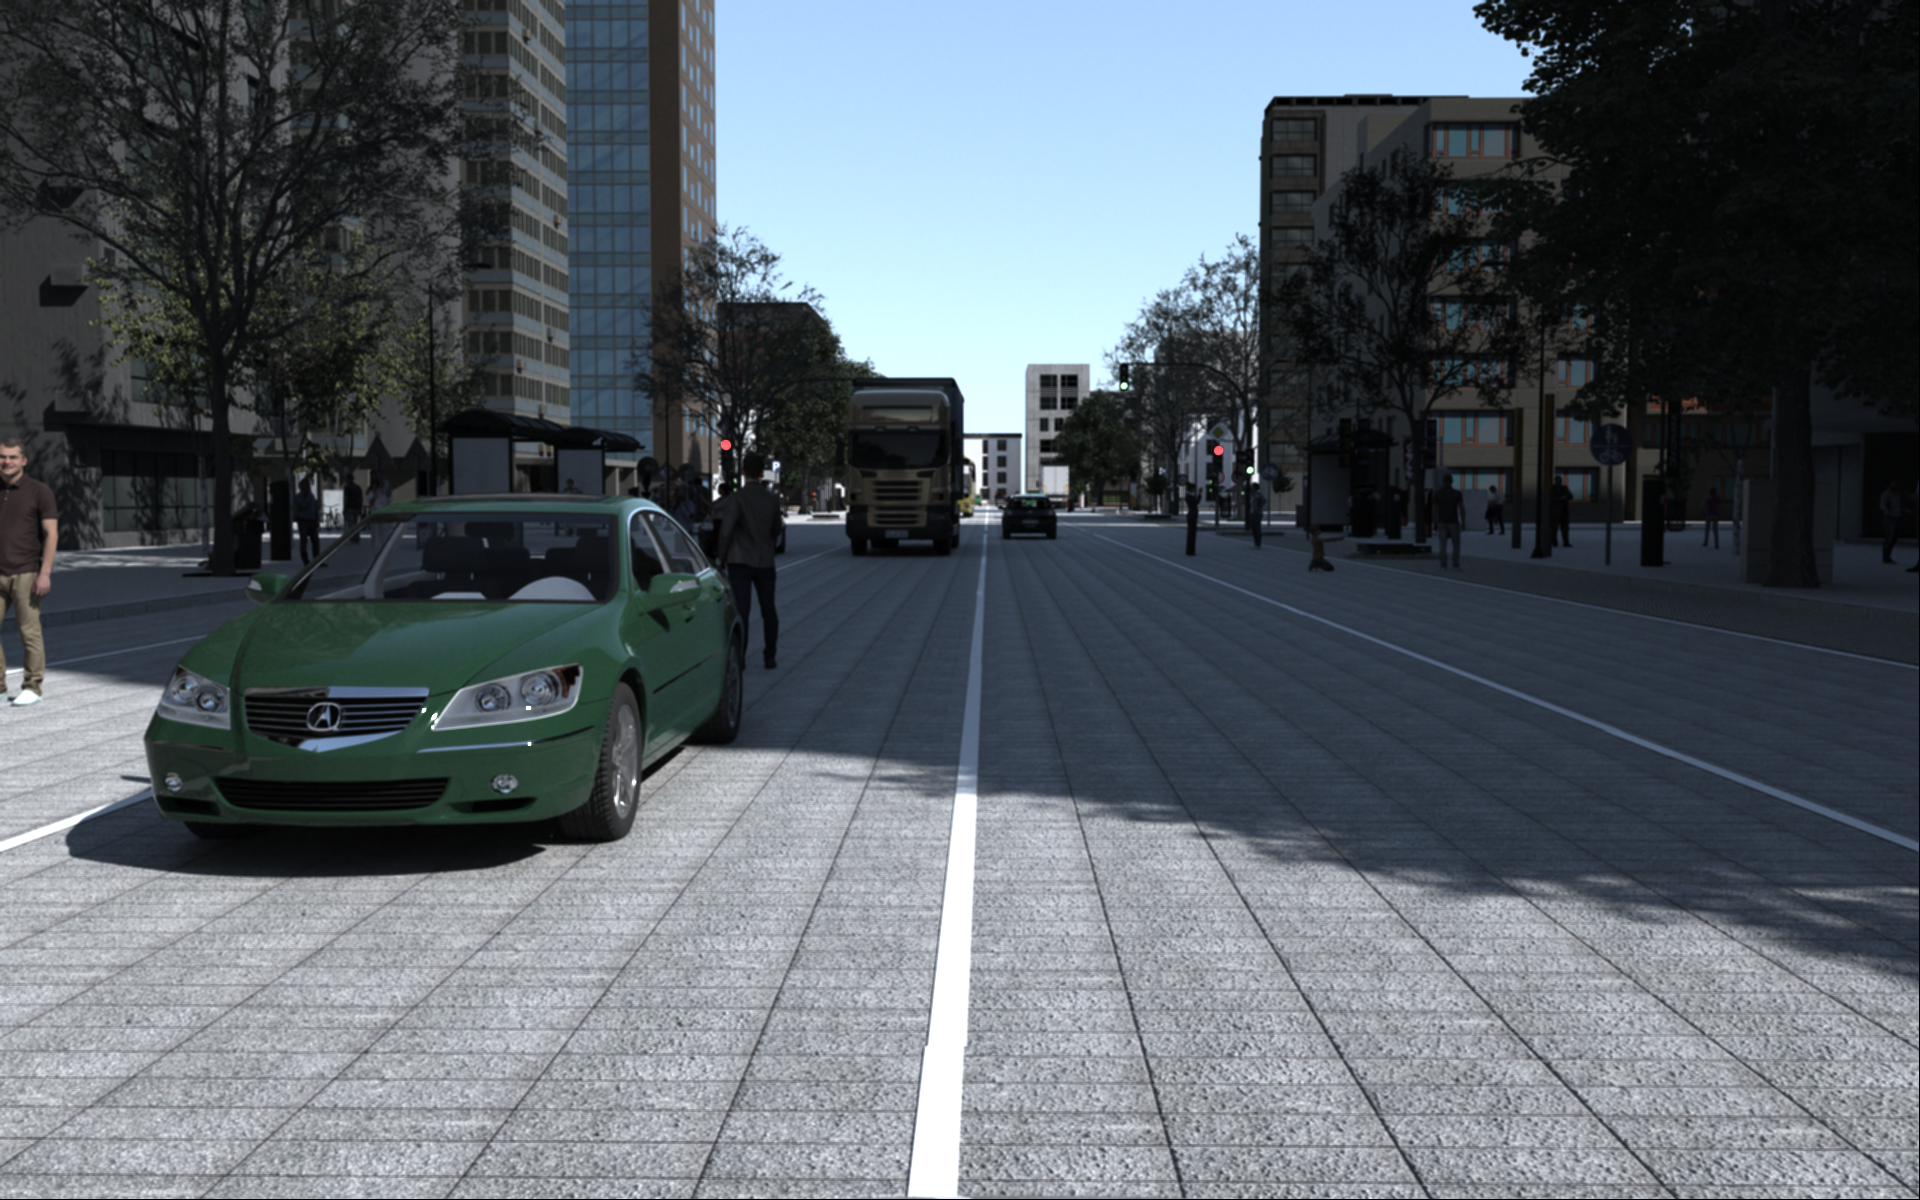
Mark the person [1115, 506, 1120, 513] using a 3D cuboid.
[{"bbox_3d":[11.477,-6.557,126.183,0.381,0.543,0.357,2,4,24],"label":"person"}]

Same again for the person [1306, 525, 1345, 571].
[{"bbox_3d":[6.798,-0.967,32.229,0.695,0.859,0.347,1,4,10],"label":"person"}]

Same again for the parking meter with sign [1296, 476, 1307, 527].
[{"bbox_3d":[13.683,-4.369,67.690,0.543,3.016,1.738,2,4,35],"label":"parking meter with sign"}]

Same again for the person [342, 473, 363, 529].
[{"bbox_3d":[-15.377,-2.301,43.786,0.434,1.807,0.598,3,4,36],"label":"person"}]

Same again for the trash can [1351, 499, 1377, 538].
[{"bbox_3d":[11.893,-2.408,51.020,0.748,1.137,0.748,0,3,0],"label":"trash can"}]

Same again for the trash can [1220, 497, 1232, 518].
[{"bbox_3d":[14.343,-5.006,93.498,0.748,1.137,0.748,0,3,0],"label":"trash can"}]

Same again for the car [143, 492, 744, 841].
[{"bbox_3d":[-2.244,0.190,8.688,2.131,1.459,4.920,0,4,2],"label":"car"}]

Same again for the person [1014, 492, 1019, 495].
[{"bbox_3d":[2.904,-4.911,91.013,0.590,1.554,0.614,1,4,20],"label":"person"}]

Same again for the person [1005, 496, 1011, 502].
[{"bbox_3d":[1.826,-3.281,66.055,0.340,1.345,0.435,1,4,10],"label":"person"}]

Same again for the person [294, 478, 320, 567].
[{"bbox_3d":[-11.339,-1.341,30.184,0.499,1.552,0.429,-3,4,-37],"label":"person"}]

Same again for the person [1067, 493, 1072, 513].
[{"bbox_3d":[8.438,-7.475,133.189,0.387,1.526,0.523,-1,4,-13],"label":"person"}]

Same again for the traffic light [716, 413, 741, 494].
[{"bbox_3d":[-8.079,-4.367,60.316,0.839,4.253,0.868,0,4,1],"label":"traffic light"}]

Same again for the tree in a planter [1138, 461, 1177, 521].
[{"bbox_3d":[10.547,-5.846,92.811,1.991,3.239,1.994,0,4,1],"label":"tree in a planter"}]

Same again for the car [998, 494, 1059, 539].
[{"bbox_3d":[2.239,-2.849,56.368,2.009,1.686,4.222,0,4,1],"label":"car"}]

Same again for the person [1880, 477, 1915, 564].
[{"bbox_3d":[17.079,-1.451,31.724,0.963,1.587,0.435,-3,5,-40],"label":"person"}]

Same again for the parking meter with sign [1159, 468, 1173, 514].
[{"bbox_3d":[13.501,-7.155,113.249,0.543,3.016,1.738,-1,4,-15],"label":"parking meter with sign"}]

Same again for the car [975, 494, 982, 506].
[{"bbox_3d":[1.634,-11.916,203.626,1.959,1.807,4.718,0,4,0],"label":"car"}]

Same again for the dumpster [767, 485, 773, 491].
[{"bbox_3d":[-9.946,-4.866,85.326,1.264,1.857,1.865,0,4,1],"label":"dumpster"}]

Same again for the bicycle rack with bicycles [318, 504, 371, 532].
[{"bbox_3d":[-21.106,-2.873,60.363,2.852,0.926,2.925,-1,4,-11],"label":"bicycle rack with bicycles"}]

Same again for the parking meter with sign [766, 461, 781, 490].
[{"bbox_3d":[-10.224,-5.901,92.744,0.543,3.016,1.738,-2,4,-32],"label":"parking meter with sign"}]

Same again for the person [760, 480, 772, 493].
[{"bbox_3d":[-5.627,-2.491,49.093,0.599,1.838,0.709,-1,4,-18],"label":"person"}]

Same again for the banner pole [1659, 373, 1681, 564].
[{"bbox_3d":[13.079,-2.566,31.967,0.863,3.779,0.401,-3,4,-38],"label":"banner pole"}]

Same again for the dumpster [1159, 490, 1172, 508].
[{"bbox_3d":[15.402,-7.677,131.273,1.264,1.857,1.865,0,4,1],"label":"dumpster"}]

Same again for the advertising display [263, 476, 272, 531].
[{"bbox_3d":[-24.264,-3.398,60.768,0.123,1.923,0.974,-1,4,-11],"label":"advertising display"}]

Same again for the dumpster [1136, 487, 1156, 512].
[{"bbox_3d":[13.639,-7.419,127.058,1.264,1.857,1.865,0,4,1],"label":"dumpster"}]

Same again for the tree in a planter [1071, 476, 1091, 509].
[{"bbox_3d":[11.818,-10.559,169.867,1.991,3.239,1.994,0,4,1],"label":"tree in a planter"}]

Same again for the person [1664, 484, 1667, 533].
[{"bbox_3d":[23.202,-3.030,57.290,0.593,1.614,0.444,-2,4,-35],"label":"person"}]

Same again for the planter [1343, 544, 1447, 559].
[{"bbox_3d":[9.632,-1.073,38.682,1.991,0.319,1.994,0,4,1],"label":"planter"}]

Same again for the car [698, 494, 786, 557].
[{"bbox_3d":[-5.095,-1.895,40.762,2.009,1.686,4.222,0,4,-1],"label":"car"}]

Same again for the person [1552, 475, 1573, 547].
[{"bbox_3d":[14.587,-2.157,41.994,0.565,1.739,0.600,-3,4,-38],"label":"person"}]

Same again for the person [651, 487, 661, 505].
[{"bbox_3d":[-12.190,-3.746,69.501,0.429,1.552,0.499,0,4,8],"label":"person"}]

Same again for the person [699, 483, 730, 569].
[{"bbox_3d":[-4.650,-1.400,32.844,0.566,1.644,0.517,1,4,16],"label":"person"}]

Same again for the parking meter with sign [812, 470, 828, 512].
[{"bbox_3d":[-9.783,-7.685,121.913,0.543,3.016,1.738,2,4,28],"label":"parking meter with sign"}]

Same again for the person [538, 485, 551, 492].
[{"bbox_3d":[-17.231,-3.931,71.773,0.566,1.644,0.517,-1,4,-23],"label":"person"}]

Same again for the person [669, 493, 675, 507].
[{"bbox_3d":[-13.777,-4.472,83.072,0.435,1.345,0.340,-2,4,-25],"label":"person"}]

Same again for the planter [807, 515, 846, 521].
[{"bbox_3d":[-7.238,-4.457,94.004,1.991,0.319,1.994,0,4,1],"label":"planter"}]

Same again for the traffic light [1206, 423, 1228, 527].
[{"bbox_3d":[10.092,-4.838,68.017,0.839,4.253,0.868,0,4,1],"label":"traffic light"}]

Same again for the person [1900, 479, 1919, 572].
[{"bbox_3d":[15.569,-1.355,28.059,0.599,1.838,0.709,-1,4,-12],"label":"person"}]

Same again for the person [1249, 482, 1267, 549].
[{"bbox_3d":[7.737,-2.196,45.132,0.376,1.734,0.841,0,4,-2],"label":"person"}]

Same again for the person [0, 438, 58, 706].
[{"bbox_3d":[-6.463,-0.192,11.761,0.598,1.807,0.434,1,4,15],"label":"person"}]

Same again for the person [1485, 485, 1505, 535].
[{"bbox_3d":[16.943,-2.850,54.845,0.590,1.554,0.614,2,4,31],"label":"person"}]

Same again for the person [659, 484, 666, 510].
[{"bbox_3d":[-13.813,-4.569,81.281,0.750,1.759,0.617,2,4,27],"label":"person"}]

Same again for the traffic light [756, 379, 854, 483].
[{"bbox_3d":[-5.854,-5.727,68.300,4.771,5.953,1.251,0,4,1],"label":"traffic light"}]

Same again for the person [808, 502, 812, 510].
[{"bbox_3d":[-12.367,-7.727,140.665,0.859,0.850,0.655,0,4,-6],"label":"person"}]

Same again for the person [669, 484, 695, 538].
[{"bbox_3d":[-4.047,-0.902,25.308,0.516,1.574,0.319,3,5,42],"label":"person"}]

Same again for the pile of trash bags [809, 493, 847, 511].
[{"bbox_3d":[-10.230,-7.488,132.183,3.447,1.369,1.912,3,4,39],"label":"pile of trash bags"}]

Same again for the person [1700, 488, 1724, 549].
[{"bbox_3d":[17.641,-1.925,40.748,0.726,1.435,0.776,0,4,6],"label":"person"}]

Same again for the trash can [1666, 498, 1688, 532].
[{"bbox_3d":[24.582,-2.925,59.470,0.748,1.137,0.748,0,3,0],"label":"trash can"}]

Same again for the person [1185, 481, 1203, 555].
[{"bbox_3d":[5.497,-1.898,40.327,0.445,1.727,0.742,-2,4,-33],"label":"person"}]

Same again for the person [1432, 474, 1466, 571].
[{"bbox_3d":[9.125,-1.447,32.293,0.598,1.807,0.434,2,4,32],"label":"person"}]

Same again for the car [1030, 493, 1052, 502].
[{"bbox_3d":[4.236,-5.463,98.111,1.959,1.807,4.718,0,4,0],"label":"car"}]

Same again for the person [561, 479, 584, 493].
[{"bbox_3d":[-11.563,-2.734,51.470,0.841,1.734,0.376,1,4,19],"label":"person"}]

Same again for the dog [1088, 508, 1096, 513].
[{"bbox_3d":[10.173,-6.942,133.688,0.748,0.427,0.550,0,4,-8],"label":"dog"}]

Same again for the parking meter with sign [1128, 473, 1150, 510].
[{"bbox_3d":[14.586,-8.862,141.152,1.738,3.016,0.543,2,4,29],"label":"parking meter with sign"}]

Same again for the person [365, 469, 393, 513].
[{"bbox_3d":[-10.787,-1.557,32.165,0.551,1.740,0.621,0,4,-1],"label":"person"}]

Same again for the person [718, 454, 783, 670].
[{"bbox_3d":[-1.769,-0.324,14.331,0.617,1.759,0.750,-2,4,-23],"label":"person"}]

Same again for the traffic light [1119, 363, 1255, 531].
[{"bbox_3d":[7.867,-5.215,59.926,4.771,5.953,1.251,0,4,1],"label":"traffic light"}]
